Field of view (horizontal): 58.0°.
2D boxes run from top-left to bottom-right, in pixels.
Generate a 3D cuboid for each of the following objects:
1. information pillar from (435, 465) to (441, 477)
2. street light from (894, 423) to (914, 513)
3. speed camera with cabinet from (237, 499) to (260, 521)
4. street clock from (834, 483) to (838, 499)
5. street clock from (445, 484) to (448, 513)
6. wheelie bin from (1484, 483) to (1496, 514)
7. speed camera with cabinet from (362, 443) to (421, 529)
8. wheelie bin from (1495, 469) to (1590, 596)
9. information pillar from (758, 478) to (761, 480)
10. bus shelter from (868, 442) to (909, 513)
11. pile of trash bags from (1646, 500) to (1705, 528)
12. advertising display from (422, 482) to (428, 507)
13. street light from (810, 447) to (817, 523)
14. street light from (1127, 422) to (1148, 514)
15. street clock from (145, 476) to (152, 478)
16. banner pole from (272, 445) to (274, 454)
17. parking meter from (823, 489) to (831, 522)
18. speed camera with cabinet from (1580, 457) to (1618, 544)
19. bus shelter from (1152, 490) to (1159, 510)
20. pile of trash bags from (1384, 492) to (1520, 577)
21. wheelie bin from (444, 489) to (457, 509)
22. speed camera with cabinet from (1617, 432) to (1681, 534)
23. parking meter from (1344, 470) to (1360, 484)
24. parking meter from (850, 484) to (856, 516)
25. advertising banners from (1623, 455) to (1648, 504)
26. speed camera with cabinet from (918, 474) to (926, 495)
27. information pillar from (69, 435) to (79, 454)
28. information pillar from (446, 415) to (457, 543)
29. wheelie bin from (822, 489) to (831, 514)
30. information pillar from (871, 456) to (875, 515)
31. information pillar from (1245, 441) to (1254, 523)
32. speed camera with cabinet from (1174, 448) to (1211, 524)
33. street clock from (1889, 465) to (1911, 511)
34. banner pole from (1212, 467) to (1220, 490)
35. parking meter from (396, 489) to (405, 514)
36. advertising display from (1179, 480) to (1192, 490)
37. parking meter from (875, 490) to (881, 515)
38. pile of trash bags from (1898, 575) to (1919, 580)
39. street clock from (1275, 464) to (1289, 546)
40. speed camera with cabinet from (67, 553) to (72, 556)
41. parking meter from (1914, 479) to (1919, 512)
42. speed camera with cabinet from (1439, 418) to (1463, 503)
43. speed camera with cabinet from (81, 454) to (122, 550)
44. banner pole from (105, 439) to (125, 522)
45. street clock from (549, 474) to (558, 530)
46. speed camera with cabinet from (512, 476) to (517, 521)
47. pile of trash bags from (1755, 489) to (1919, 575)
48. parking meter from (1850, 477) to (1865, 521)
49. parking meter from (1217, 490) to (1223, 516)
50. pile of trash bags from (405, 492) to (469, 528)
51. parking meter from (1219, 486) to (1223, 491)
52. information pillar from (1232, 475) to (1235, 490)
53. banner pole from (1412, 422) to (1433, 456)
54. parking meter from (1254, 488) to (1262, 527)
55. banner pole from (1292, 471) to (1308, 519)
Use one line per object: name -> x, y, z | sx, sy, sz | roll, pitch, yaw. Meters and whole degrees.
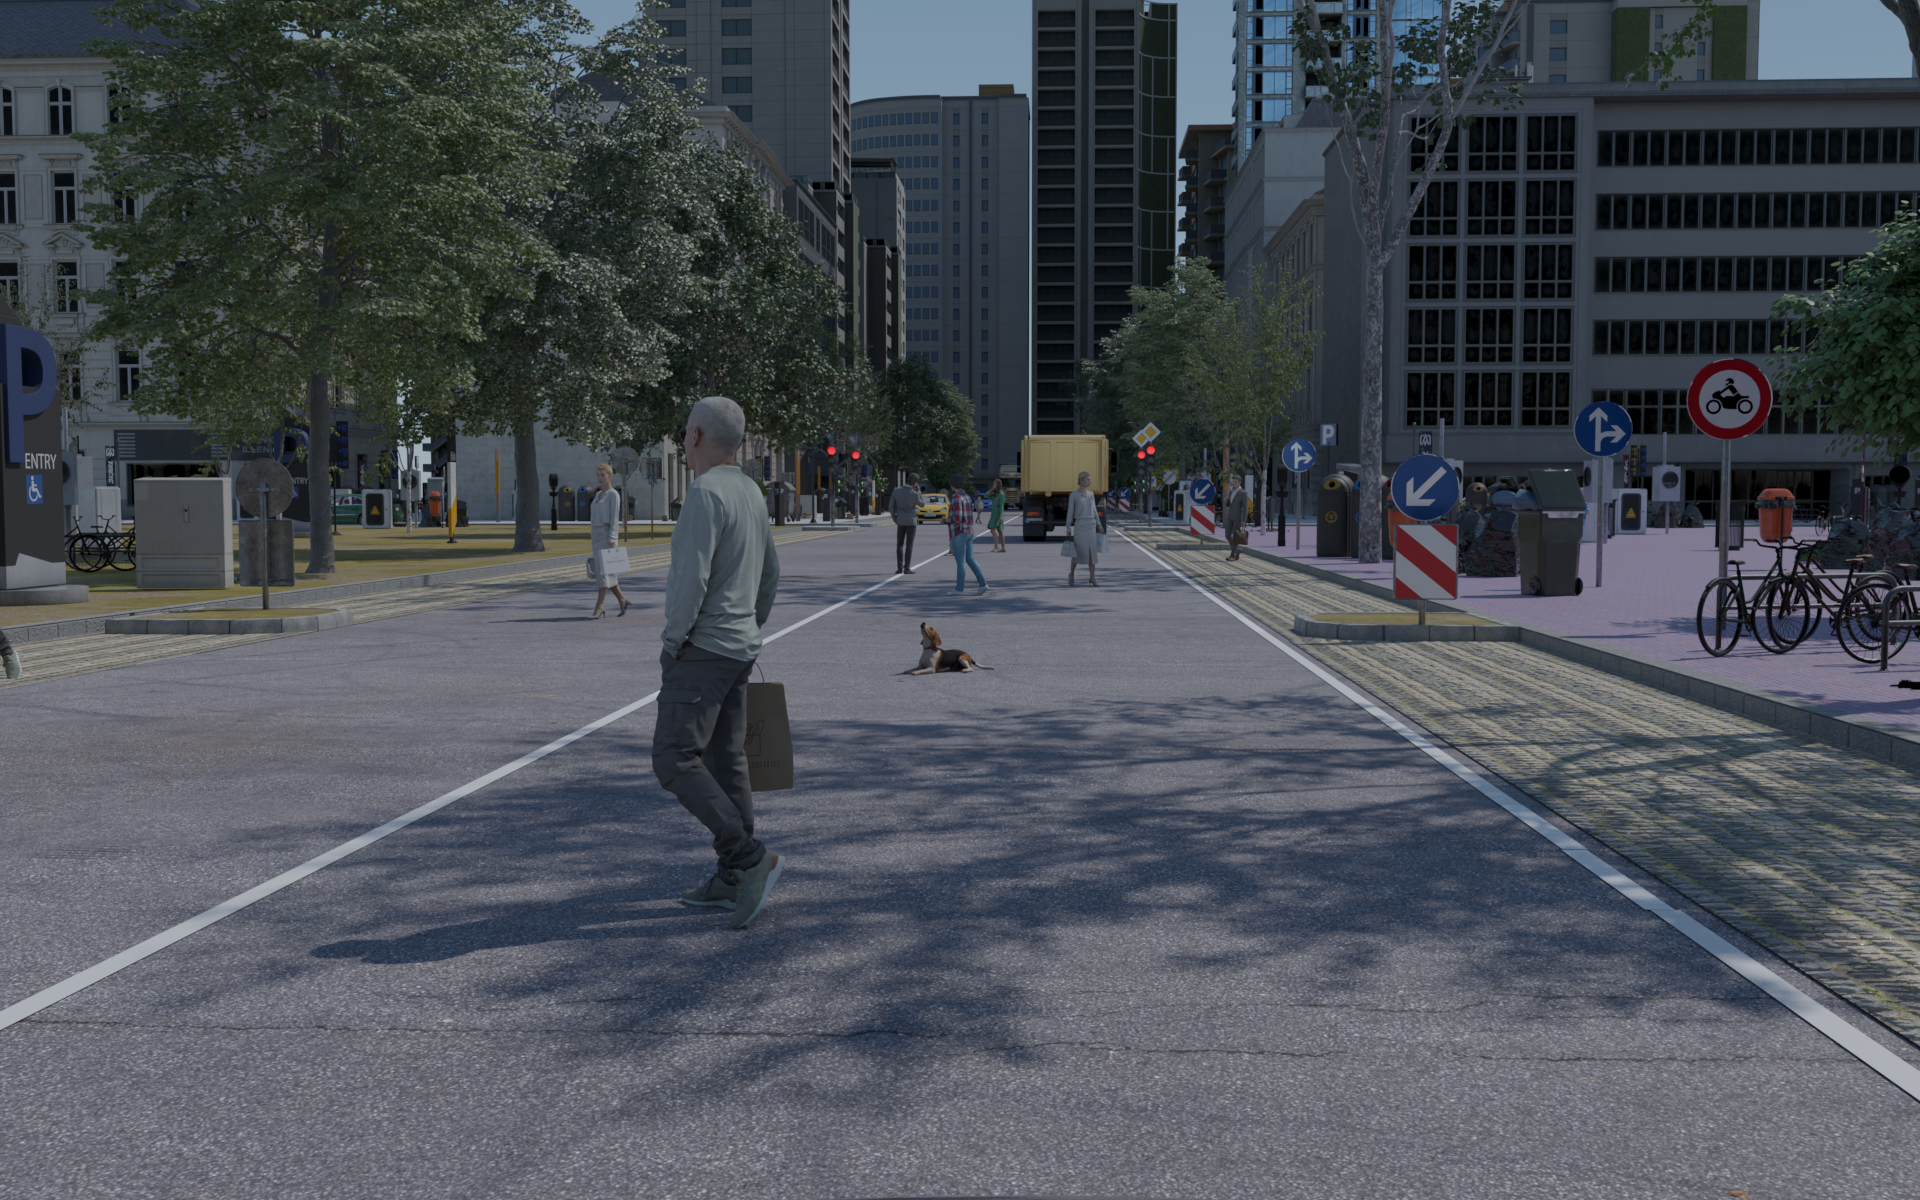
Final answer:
information pillar -> -41.543, -8.961, 137.859 | 0.504, 3.616, 0.183 | -3, 4, -39
street light -> -3.714, -8.618, 113.449 | 1.470, 5.913, 1.316 | 0, 4, 3
speed camera with cabinet -> -33.135, -5.362, 81.997 | 2.038, 3.252, 0.660 | -1, 4, -14
street clock -> -7.568, -6.183, 105.665 | 0.471, 2.002, 0.358 | -1, 4, -14
street clock -> -35.353, -7.024, 119.404 | 0.471, 2.002, 0.358 | -2, 4, -24
wheelie bin -> 9.737, -1.404, 30.868 | 0.693, 1.594, 0.980 | 0, 4, -1
speed camera with cabinet -> -21.009, -4.261, 64.006 | 2.038, 3.252, 0.660 | -1, 4, -10
wheelie bin -> 7.458, -0.862, 21.997 | 0.980, 1.594, 0.693 | -1, 4, -11
information pillar -> -9.072, -4.450, 77.256 | 0.304, 2.012, 0.304 | -1, 4, -23
bus shelter -> -5.105, -8.821, 121.847 | 2.179, 5.291, 8.768 | 0, 4, 4
pile of trash bags -> 26.285, -3.415, 65.596 | 3.447, 1.369, 1.912 | -1, 4, -16
advertising display -> -29.600, -5.567, 96.236 | 0.123, 1.923, 0.974 | 0, 4, 7
street light -> -5.923, -6.335, 76.120 | 1.470, 5.913, 1.316 | 0, 4, 3
street light -> 11.493, -8.538, 112.144 | 1.470, 5.913, 1.316 | 0, 4, 3
street clock -> -32.763, -4.000, 69.973 | 0.358, 2.002, 0.471 | -3, 4, -36
banner pole -> -30.521, -5.377, 77.935 | 0.863, 3.779, 0.401 | -1, 4, -9
parking meter -> -6.217, -4.421, 80.696 | 0.372, 1.533, 0.369 | 0, 3, 0
speed camera with cabinet -> 16.555, -3.136, 45.604 | 0.660, 3.252, 2.038 | 0, 4, 1
bus shelter -> 15.210, -8.536, 133.488 | 2.014, 3.302, 5.546 | 0, 4, 3
pile of trash bags -> 7.873, -1.073, 27.289 | 3.447, 1.369, 1.912 | -3, 5, -40
wheelie bin -> -30.322, -5.839, 103.381 | 0.693, 1.594, 0.980 | 3, 5, 42
speed camera with cabinet -> 21.852, -3.724, 55.229 | 2.038, 3.252, 0.660 | 0, 4, -3
parking meter -> 9.475, -2.210, 41.853 | 0.399, 1.863, 0.255 | 2, 4, 25
parking meter -> -6.122, -5.782, 100.239 | 0.399, 1.863, 0.255 | 1, 4, 19
advertising banners -> 29.726, -4.900, 76.302 | 0.090, 3.025, 2.074 | -1, 4, -8
speed camera with cabinet -> -3.931, -9.593, 151.177 | 2.038, 3.252, 0.660 | -3, 4, -36
information pillar -> -35.316, -4.757, 69.126 | 0.504, 3.616, 0.183 | 1, 4, 20
information pillar -> -13.250, -3.289, 45.136 | 0.183, 3.616, 0.504 | 0, 3, 0
wheelie bin -> -8.281, -6.216, 109.539 | 0.693, 1.594, 0.980 | 2, 4, 28
information pillar -> -5.315, -7.039, 106.444 | 0.183, 3.616, 0.504 | 0, 4, 7
information pillar -> 12.691, -5.176, 75.976 | 0.504, 3.616, 0.183 | -3, 5, -43
speed camera with cabinet -> 10.094, -4.950, 75.267 | 0.660, 3.252, 2.038 | -2, 4, -26
street clock -> 23.583, -2.381, 43.492 | 0.471, 2.002, 0.358 | 2, 4, 35
banner pole -> 20.379, -9.082, 138.511 | 0.863, 3.779, 0.401 | -1, 4, -14
parking meter -> -25.526, -4.322, 79.078 | 0.372, 1.533, 0.369 | 0, 3, 0
advertising display -> 10.162, -4.441, 77.826 | 0.123, 1.923, 0.974 | -2, 4, -29
parking meter -> -4.948, -5.879, 104.531 | 0.372, 1.533, 0.369 | 0, 3, 0
pile of trash bags -> 15.754, -0.977, 25.734 | 3.447, 1.369, 1.912 | 0, 4, -4
street clock -> 7.884, -2.314, 42.407 | 0.358, 2.002, 0.471 | 0, 4, 7
speed camera with cabinet -> -19.216, -2.512, 35.413 | 2.038, 3.252, 0.660 | -1, 4, -19
parking meter -> 36.181, -3.639, 65.204 | 0.255, 1.863, 0.399 | -3, 5, -44
speed camera with cabinet -> 12.200, -3.085, 44.778 | 2.038, 3.252, 0.660 | -3, 5, -41
speed camera with cabinet -> -20.108, -2.790, 39.950 | 2.038, 3.252, 0.660 | 3, 5, 40
banner pole -> -38.644, -5.451, 79.141 | 0.401, 3.779, 0.863 | 2, 4, 32
street clock -> -14.334, -3.458, 61.113 | 0.358, 2.002, 0.471 | -2, 4, -25
speed camera with cabinet -> -21.126, -5.430, 83.111 | 0.660, 3.252, 2.038 | -1, 4, -19
pile of trash bags -> 15.212, -1.194, 29.282 | 3.447, 1.369, 1.912 | 0, 4, 1
parking meter -> 30.560, -3.259, 58.993 | 0.399, 1.863, 0.255 | 3, 4, 36
parking meter -> 14.054, -5.211, 93.617 | 0.372, 1.533, 0.369 | 0, 3, 0
pile of trash bags -> -20.013, -3.493, 66.861 | 1.912, 1.369, 3.447 | -1, 4, -8
parking meter -> 15.477, -5.914, 102.400 | 0.399, 1.863, 0.255 | 2, 4, 24
information pillar -> 10.641, -3.869, 67.757 | 0.304, 2.012, 0.304 | -1, 4, -10
banner pole -> 16.101, -4.317, 60.594 | 0.863, 3.779, 0.401 | 1, 4, 11
parking meter -> 11.777, -3.654, 68.161 | 0.372, 1.533, 0.369 | 0, 3, 0
banner pole -> 17.490, -6.066, 89.195 | 0.863, 3.779, 0.401 | 1, 4, 21
